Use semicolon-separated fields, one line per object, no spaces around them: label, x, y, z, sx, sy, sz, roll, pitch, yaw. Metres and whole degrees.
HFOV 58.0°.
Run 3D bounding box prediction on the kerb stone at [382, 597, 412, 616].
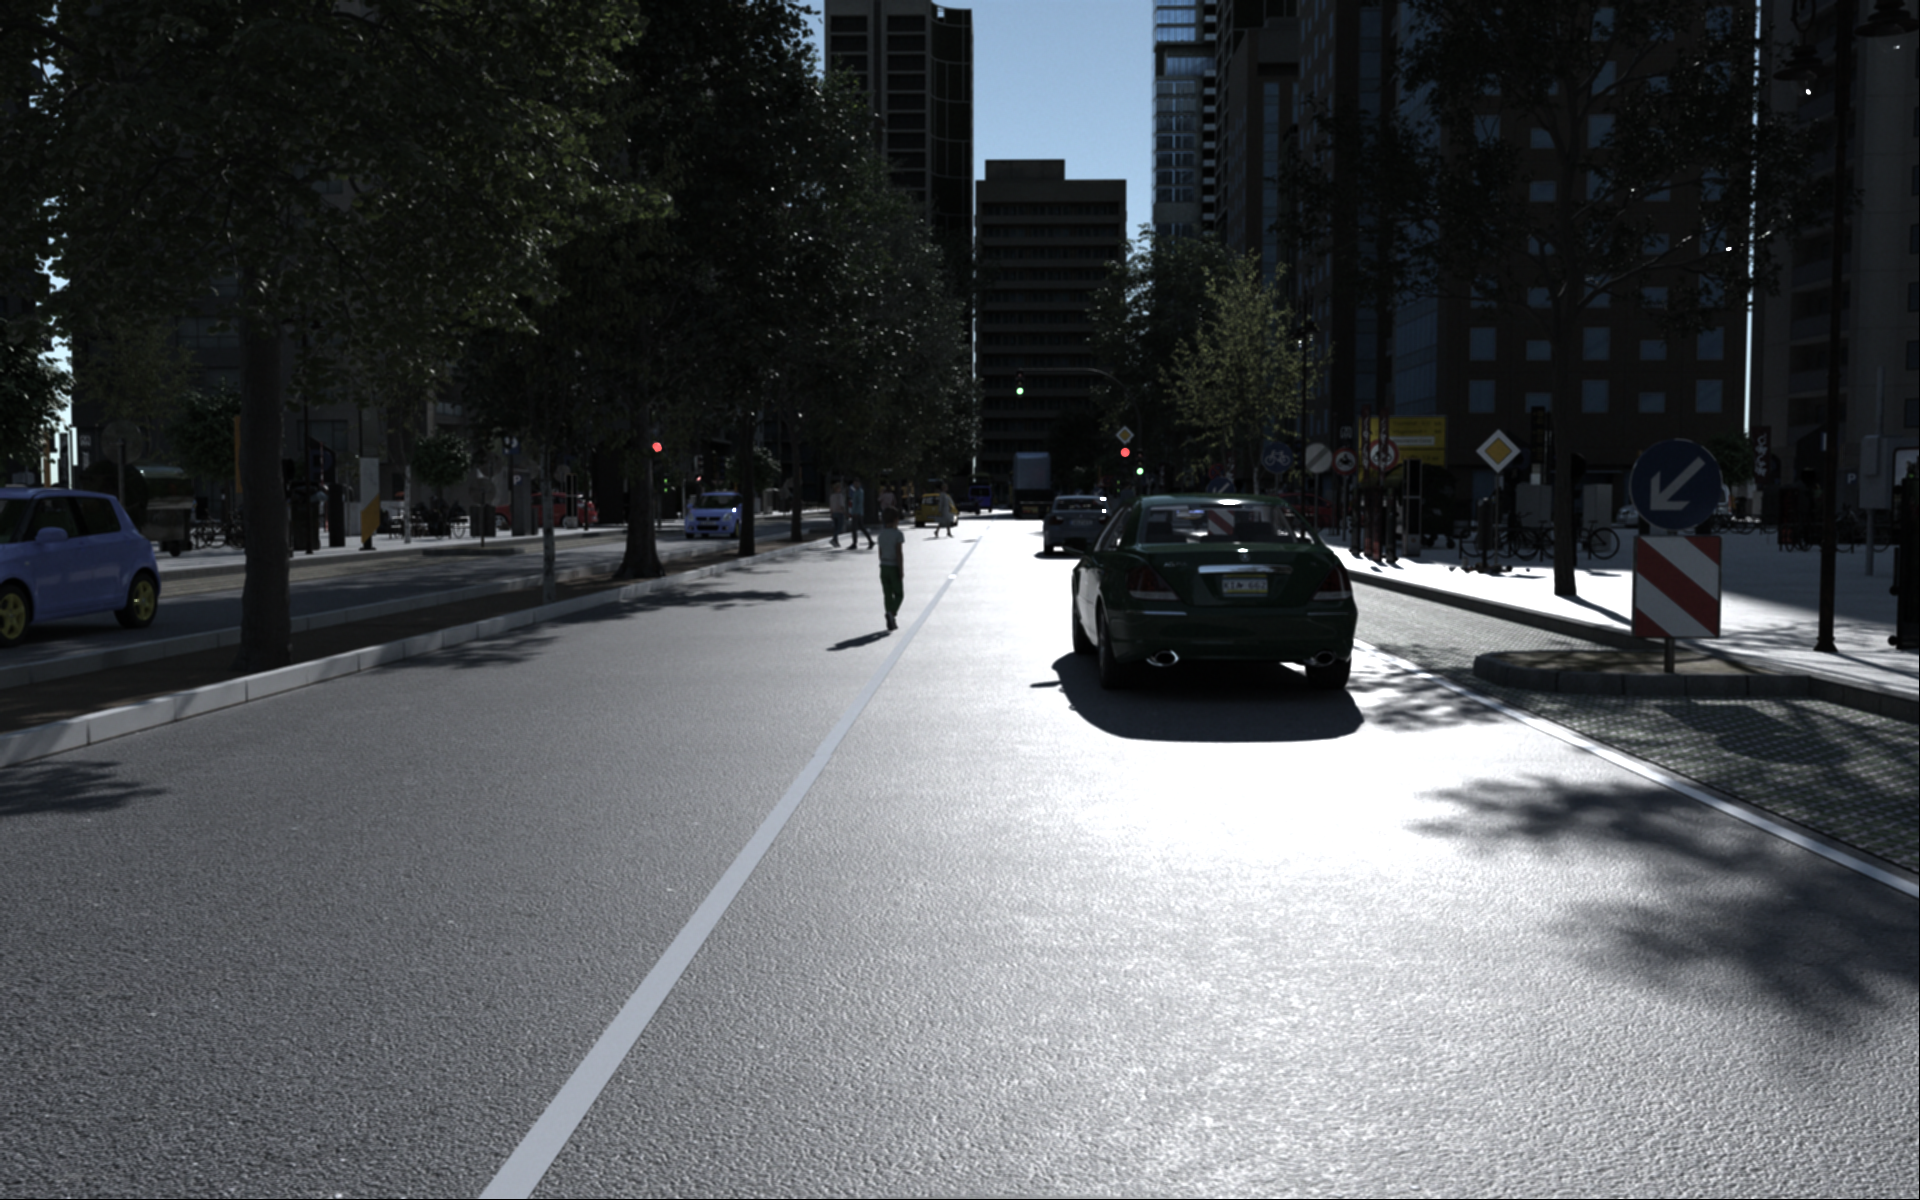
kerb stone;-6.806;0.092;20.694;0.120;0.150;1.000;0;4;2

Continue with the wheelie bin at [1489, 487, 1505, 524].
wheelie bin;22.868;-4.012;73.497;0.693;1.594;0.980;2;4;32

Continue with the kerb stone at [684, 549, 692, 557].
kerb stone;-6.258;-1.037;39.156;0.120;0.150;1.000;0;4;2

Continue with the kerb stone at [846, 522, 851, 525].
kerb stone;-5.033;-3.514;79.656;0.120;0.150;1.000;0;4;2

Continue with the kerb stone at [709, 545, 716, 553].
kerb stone;-6.156;-1.224;42.237;0.120;0.150;1.000;0;4;2

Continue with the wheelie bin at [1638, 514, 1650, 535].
wheelie bin;20.775;-2.711;52.239;0.693;1.594;0.980;2;4;30

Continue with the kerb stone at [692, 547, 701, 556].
kerb stone;-6.218;-1.098;40.178;0.120;0.150;1.000;0;4;2

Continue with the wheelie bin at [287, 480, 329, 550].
wheelie bin;-14.960;-1.941;39.637;0.980;1.594;0.693;-1;4;-23

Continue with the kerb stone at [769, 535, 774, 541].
kerb stone;-5.856;-1.853;52.486;0.120;0.150;1.000;0;4;2

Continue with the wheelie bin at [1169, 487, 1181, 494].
wheelie bin;9.936;-4.414;80.084;0.980;1.594;0.693;0;4;-6

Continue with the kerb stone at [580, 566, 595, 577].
kerb stone;-6.531;-0.472;29.919;0.120;0.150;1.000;0;4;2

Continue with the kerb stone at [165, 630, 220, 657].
kerb stone;-6.968;0.405;15.577;0.120;0.150;1.000;0;4;2

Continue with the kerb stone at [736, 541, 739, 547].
kerb stone;-6.035;-1.477;46.337;0.120;0.150;1.000;0;4;2

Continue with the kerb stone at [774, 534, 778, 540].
kerb stone;-5.815;-1.914;53.513;0.120;0.150;1.000;0;4;2

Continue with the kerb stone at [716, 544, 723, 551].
kerb stone;-6.127;-1.284;43.259;0.120;0.150;1.000;0;4;2

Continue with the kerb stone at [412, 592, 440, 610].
kerb stone;-6.779;0.029;21.723;0.120;0.150;1.000;0;4;2

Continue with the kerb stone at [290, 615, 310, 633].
kerb stone;-6.905;0.282;17.625;0.120;0.150;1.000;0;4;2

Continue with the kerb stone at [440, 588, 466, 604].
kerb stone;-6.743;-0.034;22.746;0.120;0.150;1.000;0;4;2

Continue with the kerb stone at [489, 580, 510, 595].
kerb stone;-6.685;-0.159;24.801;0.120;0.150;1.000;0;4;2

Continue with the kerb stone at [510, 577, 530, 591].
kerb stone;-6.654;-0.222;25.822;0.120;0.150;1.000;0;4;2

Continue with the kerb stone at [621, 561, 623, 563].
kerb stone;-6.435;-0.658;32.983;0.120;0.150;1.000;0;4;2

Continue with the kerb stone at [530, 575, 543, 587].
kerb stone;-6.629;-0.284;26.844;0.120;0.150;1.000;0;4;2

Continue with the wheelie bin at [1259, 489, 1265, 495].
wheelie bin;20.393;-6.555;115.081;0.693;1.594;0.980;-3;4;-37

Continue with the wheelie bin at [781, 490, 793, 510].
wheelie bin;-13.653;-7.875;136.666;0.980;1.594;0.693;-1;4;-19

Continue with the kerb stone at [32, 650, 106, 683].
kerb stone;-7.018;0.534;13.534;0.120;0.150;1.000;0;4;2

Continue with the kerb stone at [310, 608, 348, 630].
kerb stone;-6.864;0.220;18.646;0.120;0.150;1.000;0;4;2

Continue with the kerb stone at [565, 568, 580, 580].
kerb stone;-6.568;-0.409;28.890;0.120;0.150;1.000;0;4;2

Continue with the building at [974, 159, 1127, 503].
building;12.980;-38.507;253.297;21.600;48.544;21.300;0;4;2

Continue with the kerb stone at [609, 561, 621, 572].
kerb stone;-6.472;-0.597;31.962;0.120;0.150;1.000;0;4;2

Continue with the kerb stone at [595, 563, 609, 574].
kerb stone;-6.501;-0.535;30.940;0.120;0.150;1.000;0;4;2

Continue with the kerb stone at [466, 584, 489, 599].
kerb stone;-6.711;-0.096;23.774;0.120;0.150;1.000;0;4;2

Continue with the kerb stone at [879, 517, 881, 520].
kerb stone;-4.439;-4.703;99.145;0.120;0.150;1.000;0;4;2

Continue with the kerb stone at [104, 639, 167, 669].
kerb stone;-6.993;0.469;14.556;0.120;0.150;1.000;0;4;2

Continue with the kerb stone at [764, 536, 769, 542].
kerb stone;-5.880;-1.786;51.461;0.120;0.150;1.000;0;4;2

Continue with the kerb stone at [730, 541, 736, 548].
kerb stone;-6.064;-1.414;45.311;0.120;0.150;1.000;0;4;2

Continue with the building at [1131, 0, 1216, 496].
building;39.688;-57.486;252.575;31.000;86.520;22.319;0;4;2

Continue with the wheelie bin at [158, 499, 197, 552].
wheelie bin;-17.688;-1.894;38.872;0.980;1.594;0.693;-3;4;-38

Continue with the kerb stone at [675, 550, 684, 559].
kerb stone;-6.284;-0.974;38.119;0.120;0.150;1.000;0;4;2

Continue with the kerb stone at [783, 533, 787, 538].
kerb stone;-5.750;-2.041;55.563;0.120;0.150;1.000;0;4;2

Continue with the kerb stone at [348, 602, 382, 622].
kerb stone;-6.835;0.154;19.673;0.120;0.150;1.000;0;4;2

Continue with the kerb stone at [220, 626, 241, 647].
kerb stone;-6.931;0.342;16.599;0.120;0.150;1.000;0;4;2

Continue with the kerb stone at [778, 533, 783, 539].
kerb stone;-5.787;-1.978;54.540;0.120;0.150;1.000;0;4;2

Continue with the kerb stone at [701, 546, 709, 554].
kerb stone;-6.182;-1.163;41.211;0.120;0.150;1.000;0;4;2

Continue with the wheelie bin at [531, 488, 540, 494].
wheelie bin;-20.884;-4.695;84.676;0.693;1.594;0.980;-2;4;-27

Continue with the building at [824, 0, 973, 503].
building;-8.513;-49.842;253.174;20.611;71.187;20.563;0;4;2

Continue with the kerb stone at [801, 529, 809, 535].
kerb stone;-5.543;-2.478;62.747;0.120;0.150;1.000;0;4;2

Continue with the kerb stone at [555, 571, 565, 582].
kerb stone;-6.590;-0.347;27.865;0.120;0.150;1.000;0;4;2

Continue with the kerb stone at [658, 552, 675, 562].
kerb stone;-6.315;-0.907;37.091;0.120;0.150;1.000;0;4;2

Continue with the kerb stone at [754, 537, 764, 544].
kerb stone;-5.913;-1.726;50.438;0.120;0.150;1.000;0;4;2

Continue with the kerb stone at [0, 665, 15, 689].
kerb stone;-7.058;0.593;12.499;0.120;0.150;1.000;0;4;2

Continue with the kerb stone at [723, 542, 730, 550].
kerb stone;-6.097;-1.351;44.280;0.120;0.150;1.000;0;4;2

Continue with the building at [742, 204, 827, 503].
building;-33.688;-36.735;255.236;28.867;44.769;22.147;0;4;2

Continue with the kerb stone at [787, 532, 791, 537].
kerb stone;-5.724;-2.103;56.585;0.120;0.150;1.000;0;4;2
